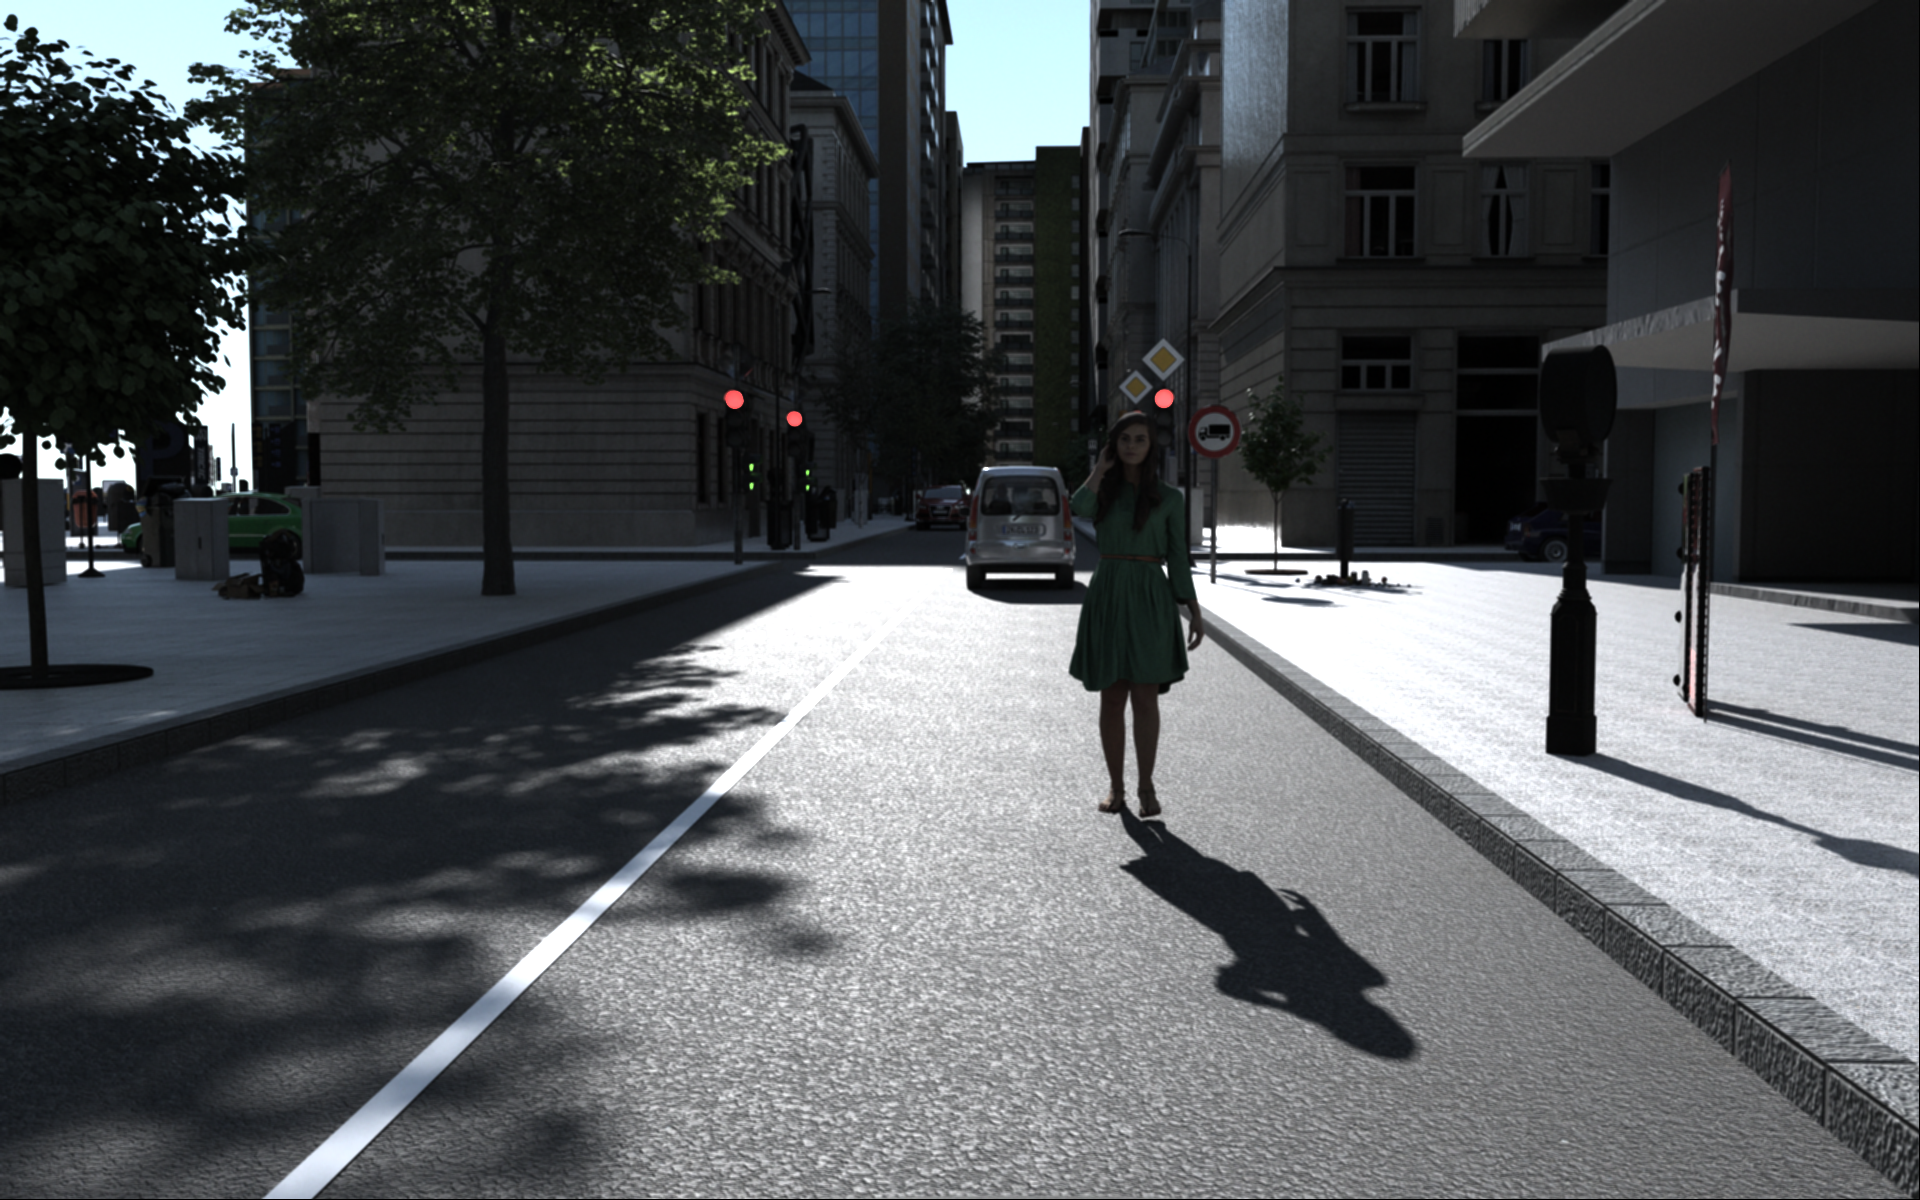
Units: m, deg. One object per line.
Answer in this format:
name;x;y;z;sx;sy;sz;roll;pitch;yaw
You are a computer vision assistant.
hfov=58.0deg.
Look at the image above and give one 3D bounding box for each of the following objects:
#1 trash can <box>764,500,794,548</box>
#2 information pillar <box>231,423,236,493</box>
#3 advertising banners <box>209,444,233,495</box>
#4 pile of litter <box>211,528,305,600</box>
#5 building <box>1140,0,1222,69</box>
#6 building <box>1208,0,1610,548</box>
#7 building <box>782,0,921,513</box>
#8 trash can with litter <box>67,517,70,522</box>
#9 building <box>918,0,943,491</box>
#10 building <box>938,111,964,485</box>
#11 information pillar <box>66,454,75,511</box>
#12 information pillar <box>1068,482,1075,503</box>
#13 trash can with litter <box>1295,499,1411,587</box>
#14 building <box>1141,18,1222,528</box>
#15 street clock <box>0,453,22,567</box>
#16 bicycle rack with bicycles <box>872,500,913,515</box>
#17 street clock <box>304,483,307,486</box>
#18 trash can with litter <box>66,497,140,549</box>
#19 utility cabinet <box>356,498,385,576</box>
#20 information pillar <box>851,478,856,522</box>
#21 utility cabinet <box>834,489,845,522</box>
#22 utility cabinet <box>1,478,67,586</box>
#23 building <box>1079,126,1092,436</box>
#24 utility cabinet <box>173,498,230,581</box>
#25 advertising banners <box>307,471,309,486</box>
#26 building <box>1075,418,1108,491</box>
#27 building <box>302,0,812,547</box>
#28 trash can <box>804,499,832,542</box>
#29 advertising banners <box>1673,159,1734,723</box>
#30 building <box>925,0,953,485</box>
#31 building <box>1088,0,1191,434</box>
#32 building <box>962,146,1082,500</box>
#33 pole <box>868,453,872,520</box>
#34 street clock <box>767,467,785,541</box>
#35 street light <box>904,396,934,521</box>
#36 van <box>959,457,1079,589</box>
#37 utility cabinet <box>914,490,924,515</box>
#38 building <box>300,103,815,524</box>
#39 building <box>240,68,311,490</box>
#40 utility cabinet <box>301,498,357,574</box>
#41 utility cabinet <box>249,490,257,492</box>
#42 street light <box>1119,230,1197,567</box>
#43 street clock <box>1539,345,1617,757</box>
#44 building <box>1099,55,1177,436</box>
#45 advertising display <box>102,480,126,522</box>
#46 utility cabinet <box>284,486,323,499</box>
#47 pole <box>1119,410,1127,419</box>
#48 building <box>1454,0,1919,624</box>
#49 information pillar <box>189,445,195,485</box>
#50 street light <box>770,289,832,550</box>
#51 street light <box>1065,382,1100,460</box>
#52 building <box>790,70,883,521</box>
trash can;-4.292;-1.810;41.249;0.748;1.137;0.748;0;3;0
information pillar;-23.738;-3.993;56.645;0.183;3.616;0.504;-1;4;-20
advertising banners;-25.844;-3.932;60.480;0.090;3.025;2.074;-3;5;-44
pile of litter;-8.853;-0.478;21.784;1.176;0.858;1.719;0;4;4
building;26.270;-26.619;127.105;32.217;40.220;23.993;0;4;2
building;22.244;-13.114;47.690;30.059;22.955;16.112;0;4;2
building;-10.110;-28.830;121.484;14.600;45.320;14.200;0;4;2
trash can with litter;-38.304;-3.909;75.299;0.624;1.170;1.055;1;4;20
building;-13.352;-32.069;143.943;23.786;49.044;30.456;0;4;2
building;-10.443;-35.875;210.263;21.600;48.544;21.300;0;4;2
information pillar;-41.740;-5.504;81.349;0.183;3.616;0.504;1;4;15
information pillar;6.902;-6.279;107.160;0.304;2.012;0.304;3;4;36
trash can with litter;5.694;-0.850;24.957;1.678;1.210;2.233;1;4;18
building;15.353;-14.341;76.271;13.314;21.916;24.055;0;4;2
street clock;-16.830;-1.593;30.617;0.471;2.002;0.358;-3;4;-38
bicycle rack with bicycles;-4.367;-5.776;107.818;2.925;0.926;2.852;-1;4;-16
street clock;-41.631;-6.479;110.503;0.471;2.002;0.358;3;5;39
trash can with litter;-20.060;-1.825;40.897;2.233;1.210;1.678;-3;5;-41
utility cabinet;-9.357;-1.005;27.598;0.306;1.237;1.020;-1;4;-13
information pillar;-4.855;-4.661;80.694;0.304;2.012;0.304;2;4;24
utility cabinet;-5.724;-4.277;78.609;0.318;1.500;1.173;2;4;35
utility cabinet;-12.942;-0.950;24.208;0.318;1.500;1.173;0;4;-3
building;21.401;-34.011;206.190;14.200;45.320;14.600;0;4;2
utility cabinet;-11.346;-0.901;25.892;1.020;1.237;0.306;2;4;35
advertising banners;-41.758;-7.039;111.280;2.074;3.025;0.090;0;4;4
building;21.964;-45.127;176.074;20.563;71.187;20.611;0;4;2
building;-10.783;-11.388;50.822;10.561;19.102;19.286;0;4;2
trash can;-3.821;-2.145;46.724;0.748;1.137;0.748;0;3;0
advertising banners;4.335;-0.852;10.118;0.090;3.025;2.074;1;4;18
building;-15.021;-35.800;174.571;27.495;52.752;28.713;0;4;2
building;25.212;-34.449;152.480;28.713;52.752;27.495;0;4;2
building;7.253;-31.979;206.456;14.086;41.232;14.154;0;4;2
pole;-4.424;-5.581;85.091;0.158;3.312;0.155;0;3;0
street clock;-4.977;-2.588;46.886;0.471;2.002;0.358;-1;4;-14
street light;-1.937;-6.690;81.929;1.470;5.913;1.316;0;4;2
van;0.965;-1.261;27.630;2.013;2.044;4.112;0;4;2
utility cabinet;-2.438;-5.944;105.860;0.318;1.500;1.173;-2;4;-28
building;-14.434;-12.328;69.007;16.820;18.784;16.811;0;4;2
building;-57.186;-32.073;179.019;28.867;44.769;22.147;0;4;2
utility cabinet;-10.185;-1.043;28.207;0.306;1.237;1.020;3;4;38
utility cabinet;-38.977;-5.350;96.157;1.173;1.500;0.318;0;4;-4
street light;3.495;-3.551;30.607;1.470;5.913;1.316;0;4;2
street clock;3.028;-0.242;8.524;0.358;2.002;0.471;3;4;38
building;14.805;-18.571;100.900;12.463;27.353;25.104;0;4;2
advertising display;-38.320;-4.481;78.479;0.974;1.923;0.123;-1;4;-21
utility cabinet;-18.854;-2.516;49.817;1.173;1.500;0.318;1;4;21
pole;3.972;-2.962;42.265;0.158;3.312;0.155;0;3;0
building;20.885;-25.954;13.590;28.713;52.752;27.495;0;4;2
information pillar;-36.565;-5.587;82.698;0.504;3.616;0.183;1;4;13
street light;-3.606;-4.087;39.360;1.470;5.913;1.316;0;4;2
street light;5.221;-6.059;71.606;1.470;5.913;1.316;0;4;2
building;-10.475;-16.133;92.651;11.050;23.489;19.941;0;4;2
